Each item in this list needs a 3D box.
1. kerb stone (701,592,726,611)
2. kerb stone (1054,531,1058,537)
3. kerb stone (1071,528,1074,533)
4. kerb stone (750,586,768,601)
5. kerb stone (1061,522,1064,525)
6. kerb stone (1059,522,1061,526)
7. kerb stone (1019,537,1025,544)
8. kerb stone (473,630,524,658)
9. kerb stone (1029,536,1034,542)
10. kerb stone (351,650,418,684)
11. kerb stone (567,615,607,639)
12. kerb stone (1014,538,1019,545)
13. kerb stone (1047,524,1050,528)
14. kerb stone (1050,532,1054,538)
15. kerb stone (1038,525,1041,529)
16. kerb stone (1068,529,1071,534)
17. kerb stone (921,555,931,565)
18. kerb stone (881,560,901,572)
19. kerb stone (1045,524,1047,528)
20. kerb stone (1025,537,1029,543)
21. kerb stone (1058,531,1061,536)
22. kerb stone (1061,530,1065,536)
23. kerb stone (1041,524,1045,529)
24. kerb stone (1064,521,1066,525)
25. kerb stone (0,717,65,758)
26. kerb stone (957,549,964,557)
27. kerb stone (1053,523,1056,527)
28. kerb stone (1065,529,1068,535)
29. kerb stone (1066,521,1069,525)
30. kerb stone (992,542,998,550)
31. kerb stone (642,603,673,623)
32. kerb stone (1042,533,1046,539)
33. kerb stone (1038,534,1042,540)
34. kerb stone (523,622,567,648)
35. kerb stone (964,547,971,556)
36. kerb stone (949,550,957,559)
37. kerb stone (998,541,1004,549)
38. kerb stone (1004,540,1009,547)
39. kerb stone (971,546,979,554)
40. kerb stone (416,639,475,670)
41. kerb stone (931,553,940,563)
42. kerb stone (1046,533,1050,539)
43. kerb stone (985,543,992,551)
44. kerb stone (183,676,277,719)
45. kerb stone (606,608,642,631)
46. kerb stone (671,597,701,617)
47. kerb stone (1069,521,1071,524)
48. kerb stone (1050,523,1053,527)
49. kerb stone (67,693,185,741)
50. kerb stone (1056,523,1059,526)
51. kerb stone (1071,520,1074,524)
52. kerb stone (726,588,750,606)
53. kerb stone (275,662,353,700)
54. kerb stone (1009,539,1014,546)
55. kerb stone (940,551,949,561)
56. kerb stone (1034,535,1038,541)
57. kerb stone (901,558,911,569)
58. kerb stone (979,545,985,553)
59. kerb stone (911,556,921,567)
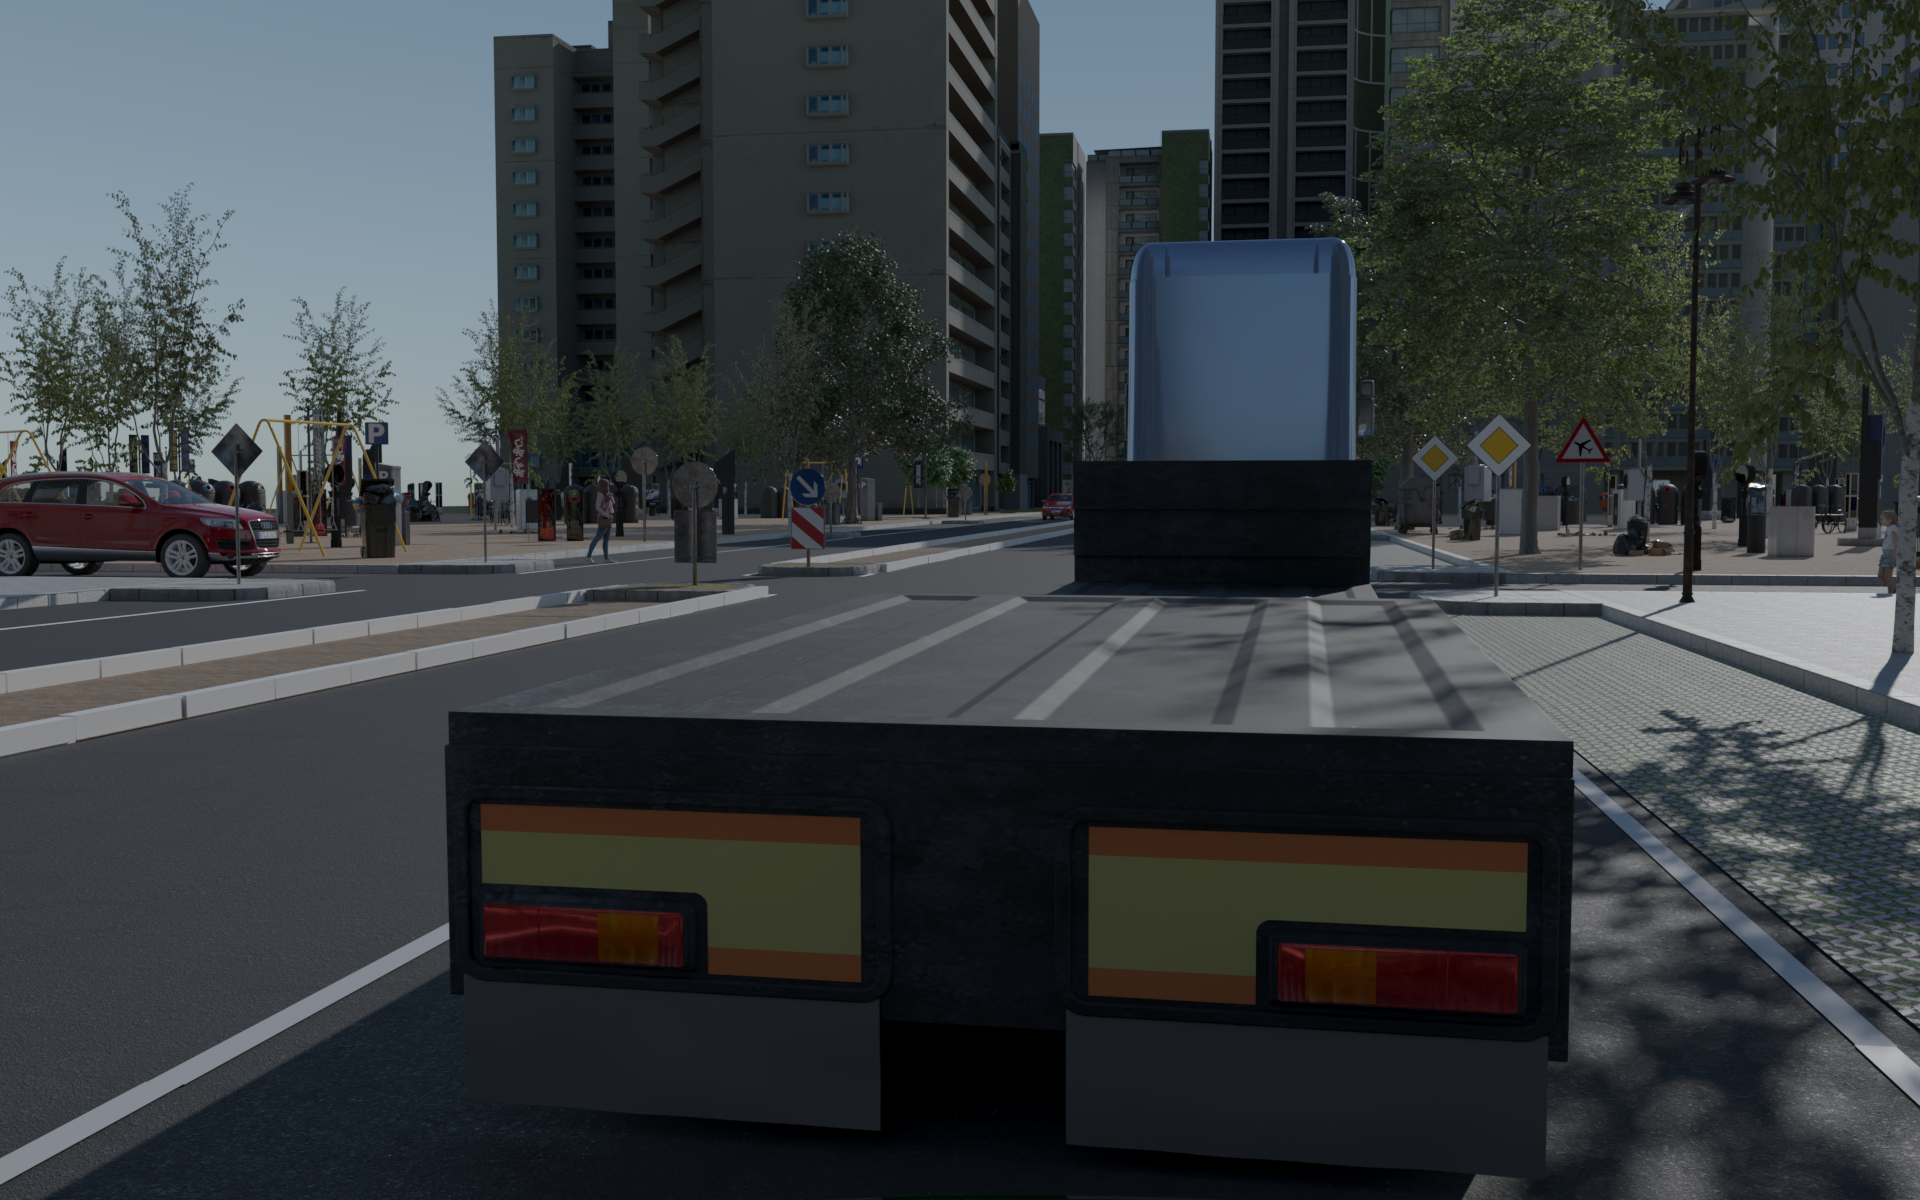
[{"bbox_3d":[-3.162,0.034,21.638,0.120,0.150,1.000,1,4,10],"label":"kerb stone"},{"bbox_3d":[3.040,-2.163,57.560,0.120,0.150,1.000,1,4,10],"label":"kerb stone"},{"bbox_3d":[3.917,-2.473,62.626,0.120,0.150,1.000,1,4,10],"label":"kerb stone"},{"bbox_3d":[-2.817,-0.088,23.659,0.120,0.150,1.000,1,4,10],"label":"kerb stone"},{"bbox_3d":[4.454,-3.412,78.107,0.120,0.150,1.000,1,4,10],"label":"kerb stone"},{"bbox_3d":[4.286,-3.358,77.093,0.120,0.150,1.000,1,4,10],"label":"kerb stone"},{"bbox_3d":[1.648,-1.668,49.467,0.120,0.150,1.000,1,4,10],"label":"kerb stone"},{"bbox_3d":[-4.208,0.408,15.577,0.120,0.150,1.000,1,4,10],"label":"kerb stone"},{"bbox_3d":[1.991,-1.789,51.495,0.120,0.150,1.000,1,4,10],"label":"kerb stone"},{"bbox_3d":[-4.560,0.532,13.557,0.120,0.150,1.000,1,4,10],"label":"kerb stone"},{"bbox_3d":[-3.855,0.281,17.599,0.120,0.150,1.000,1,4,10],"label":"kerb stone"},{"bbox_3d":[1.462,-1.606,48.451,0.120,0.150,1.000,1,4,10],"label":"kerb stone"},{"bbox_3d":[3.580,-3.103,73.046,0.120,0.150,1.000,1,4,10],"label":"kerb stone"},{"bbox_3d":[2.865,-2.101,56.542,0.120,0.150,1.000,1,4,10],"label":"kerb stone"},{"bbox_3d":[3.057,-2.924,70.023,0.120,0.150,1.000,1,4,10],"label":"kerb stone"},{"bbox_3d":[3.736,-2.410,61.603,0.120,0.150,1.000,1,4,10],"label":"kerb stone"},{"bbox_3d":[-0.802,-0.803,35.322,0.120,0.150,1.000,1,4,10],"label":"kerb stone"},{"bbox_3d":[-1.315,-0.617,32.287,0.120,0.150,1.000,1,4,10],"label":"kerb stone"},{"bbox_3d":[3.409,-3.047,72.038,0.120,0.150,1.000,1,4,10],"label":"kerb stone"},{"bbox_3d":[1.819,-1.730,50.488,0.120,0.150,1.000,1,4,10],"label":"kerb stone"},{"bbox_3d":[3.222,-2.223,58.580,0.120,0.150,1.000,1,4,10],"label":"kerb stone"},{"bbox_3d":[3.400,-2.287,59.586,0.120,0.150,1.000,1,4,10],"label":"kerb stone"},{"bbox_3d":[3.243,-2.987,71.028,0.120,0.150,1.000,1,4,10],"label":"kerb stone"},{"bbox_3d":[4.635,-3.481,79.112,0.120,0.150,1.000,1,4,10],"label":"kerb stone"},{"bbox_3d":[-5.250,0.781,9.515,0.120,0.150,1.000,1,4,10],"label":"kerb stone"},{"bbox_3d":[-0.107,-1.050,39.365,0.120,0.150,1.000,1,4,10],"label":"kerb stone"},{"bbox_3d":[3.932,-3.234,75.073,0.120,0.150,1.000,1,4,10],"label":"kerb stone"},{"bbox_3d":[3.570,-2.340,60.595,0.120,0.150,1.000,1,4,10],"label":"kerb stone"},{"bbox_3d":[4.814,-3.541,80.136,0.120,0.150,1.000,1,4,10],"label":"kerb stone"},{"bbox_3d":[0.782,-1.359,44.416,0.120,0.150,1.000,1,4,10],"label":"kerb stone"},{"bbox_3d":[-3.508,0.158,19.624,0.120,0.150,1.000,1,4,10],"label":"kerb stone"},{"bbox_3d":[2.519,-1.976,54.527,0.120,0.150,1.000,1,4,10],"label":"kerb stone"},{"bbox_3d":[2.347,-1.913,53.519,0.120,0.150,1.000,1,4,10],"label":"kerb stone"},{"bbox_3d":[-4.043,0.343,16.586,0.120,0.150,1.000,1,4,10],"label":"kerb stone"},{"bbox_3d":[0.068,-1.107,40.375,0.120,0.150,1.000,1,4,10],"label":"kerb stone"},{"bbox_3d":[-0.269,-0.988,38.347,0.120,0.150,1.000,1,4,10],"label":"kerb stone"},{"bbox_3d":[0.951,-1.419,45.424,0.120,0.150,1.000,1,4,10],"label":"kerb stone"},{"bbox_3d":[1.120,-1.482,46.433,0.120,0.150,1.000,1,4,10],"label":"kerb stone"},{"bbox_3d":[0.254,-1.174,41.390,0.120,0.150,1.000,1,4,10],"label":"kerb stone"},{"bbox_3d":[-4.380,0.466,14.569,0.120,0.150,1.000,1,4,10],"label":"kerb stone"},{"bbox_3d":[-0.620,-0.864,36.328,0.120,0.150,1.000,1,4,10],"label":"kerb stone"},{"bbox_3d":[2.698,-2.039,55.533,0.120,0.150,1.000,1,4,10],"label":"kerb stone"},{"bbox_3d":[0.597,-1.292,43.407,0.120,0.150,1.000,1,4,10],"label":"kerb stone"},{"bbox_3d":[-4.901,0.652,11.539,0.120,0.150,1.000,1,4,10],"label":"kerb stone"},{"bbox_3d":[-3.683,0.219,18.613,0.120,0.150,1.000,1,4,10],"label":"kerb stone"},{"bbox_3d":[-3.334,0.096,20.631,0.120,0.150,1.000,1,4,10],"label":"kerb stone"},{"bbox_3d":[4.991,-3.606,81.149,0.120,0.150,1.000,1,4,10],"label":"kerb stone"},{"bbox_3d":[3.761,-3.167,74.061,0.120,0.150,1.000,1,4,10],"label":"kerb stone"},{"bbox_3d":[-5.089,0.713,10.534,0.120,0.150,1.000,1,4,10],"label":"kerb stone"},{"bbox_3d":[4.109,-3.296,76.080,0.120,0.150,1.000,1,4,10],"label":"kerb stone"},{"bbox_3d":[5.153,-3.667,82.158,0.120,0.150,1.000,1,4,10],"label":"kerb stone"},{"bbox_3d":[-2.985,-0.028,22.651,0.120,0.150,1.000,1,4,10],"label":"kerb stone"},{"bbox_3d":[-4.731,0.590,12.550,0.120,0.150,1.000,1,4,10],"label":"kerb stone"},{"bbox_3d":[1.294,-1.544,47.442,0.120,0.150,1.000,1,4,10],"label":"kerb stone"},{"bbox_3d":[-0.441,-0.918,37.339,0.120,0.150,1.000,1,4,10],"label":"kerb stone"},{"bbox_3d":[2.173,-1.854,52.506,0.120,0.150,1.000,1,4,10],"label":"kerb stone"},{"bbox_3d":[-1.144,-0.676,33.295,0.120,0.150,1.000,1,4,10],"label":"kerb stone"},{"bbox_3d":[0.424,-1.236,42.400,0.120,0.150,1.000,1,4,10],"label":"kerb stone"},{"bbox_3d":[-0.972,-0.741,34.314,0.120,0.150,1.000,1,4,10],"label":"kerb stone"}]
